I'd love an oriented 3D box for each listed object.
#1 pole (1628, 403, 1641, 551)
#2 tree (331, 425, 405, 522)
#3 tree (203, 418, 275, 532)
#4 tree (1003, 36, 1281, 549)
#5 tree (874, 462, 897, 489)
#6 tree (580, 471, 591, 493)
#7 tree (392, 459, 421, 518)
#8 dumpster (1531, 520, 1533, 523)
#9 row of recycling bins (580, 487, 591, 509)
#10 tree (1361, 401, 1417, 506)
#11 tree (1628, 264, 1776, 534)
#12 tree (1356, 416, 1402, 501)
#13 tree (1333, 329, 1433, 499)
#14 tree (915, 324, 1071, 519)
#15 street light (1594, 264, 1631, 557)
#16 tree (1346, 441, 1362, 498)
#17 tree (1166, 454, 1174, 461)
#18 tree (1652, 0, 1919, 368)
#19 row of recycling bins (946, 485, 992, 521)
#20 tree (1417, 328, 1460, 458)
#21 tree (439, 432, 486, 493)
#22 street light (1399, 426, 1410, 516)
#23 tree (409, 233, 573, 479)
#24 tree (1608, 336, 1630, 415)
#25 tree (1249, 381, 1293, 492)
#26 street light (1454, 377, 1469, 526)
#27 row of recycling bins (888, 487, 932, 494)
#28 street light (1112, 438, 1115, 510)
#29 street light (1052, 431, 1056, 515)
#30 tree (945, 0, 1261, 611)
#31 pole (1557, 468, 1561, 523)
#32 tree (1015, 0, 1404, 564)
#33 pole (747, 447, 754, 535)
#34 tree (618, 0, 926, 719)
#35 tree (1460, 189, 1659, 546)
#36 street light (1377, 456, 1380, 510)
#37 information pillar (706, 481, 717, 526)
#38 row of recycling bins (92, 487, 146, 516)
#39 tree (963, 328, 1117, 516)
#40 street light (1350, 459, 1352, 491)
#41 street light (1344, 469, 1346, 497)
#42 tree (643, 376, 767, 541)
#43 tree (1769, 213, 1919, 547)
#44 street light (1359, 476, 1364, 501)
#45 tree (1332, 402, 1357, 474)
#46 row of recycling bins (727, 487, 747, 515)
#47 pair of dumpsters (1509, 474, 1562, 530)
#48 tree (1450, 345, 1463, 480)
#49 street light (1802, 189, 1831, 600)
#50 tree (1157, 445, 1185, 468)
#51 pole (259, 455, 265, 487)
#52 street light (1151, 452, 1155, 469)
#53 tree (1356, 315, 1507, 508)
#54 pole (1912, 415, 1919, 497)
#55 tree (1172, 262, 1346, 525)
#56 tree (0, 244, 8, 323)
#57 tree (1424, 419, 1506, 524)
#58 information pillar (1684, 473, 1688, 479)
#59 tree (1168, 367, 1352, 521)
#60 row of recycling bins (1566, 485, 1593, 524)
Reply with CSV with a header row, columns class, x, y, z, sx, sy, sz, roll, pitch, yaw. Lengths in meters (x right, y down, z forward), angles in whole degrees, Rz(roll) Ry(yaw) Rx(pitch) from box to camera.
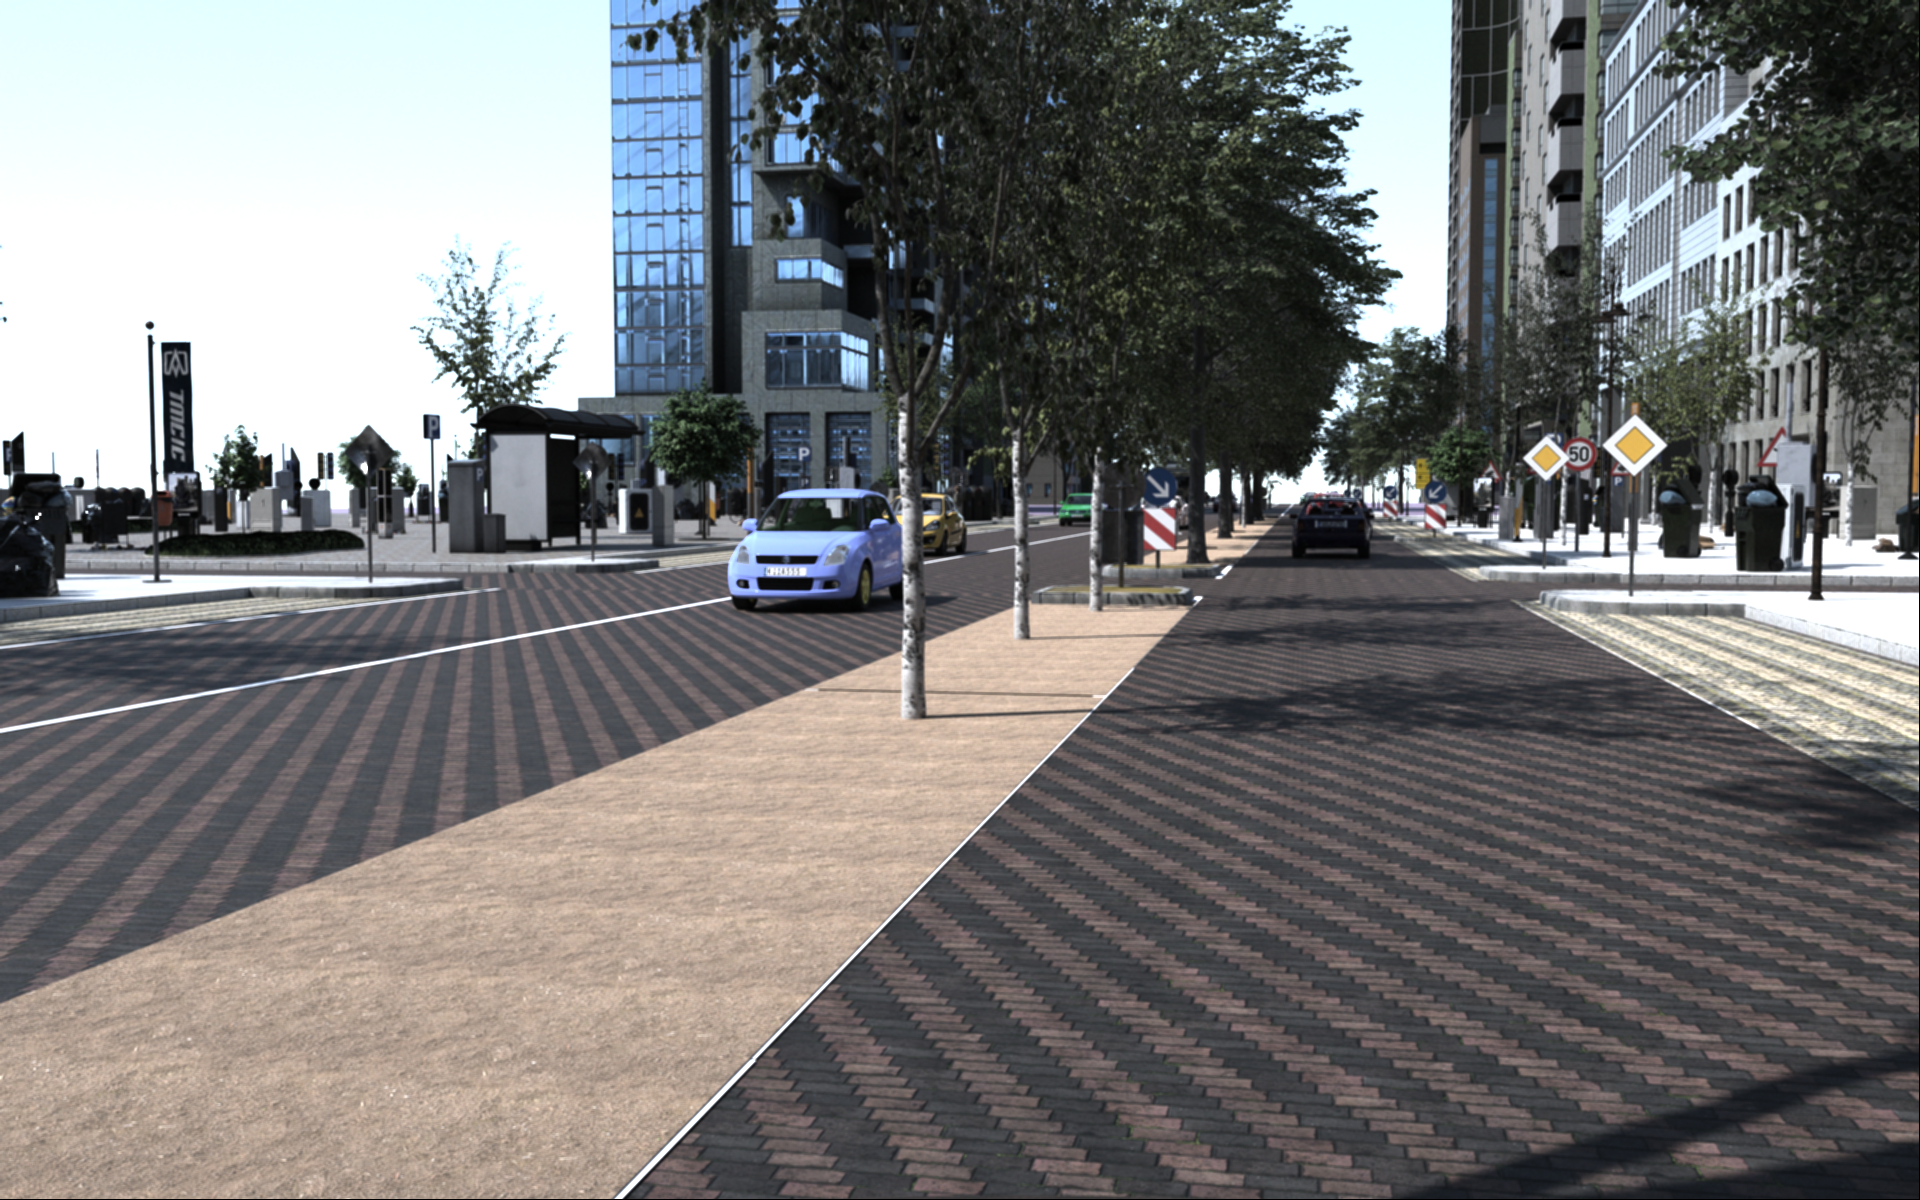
class,x,y,z,sx,sy,sz,roll,pitch,yaw
pole,15.102,-2.748,38.780,0.158,3.312,0.155,0,3,0
tree,-27.852,-5.963,81.207,4.285,4.588,4.351,0,3,0
tree,-18.026,-3.007,43.772,1.663,3.219,1.824,0,3,0
tree,6.124,-8.086,45.038,12.009,13.543,11.850,0,3,0
tree,-4.390,-6.703,104.195,1.663,3.219,1.824,0,3,0
tree,-17.845,-5.232,80.141,1.663,3.219,1.824,0,3,0
tree,-30.358,-6.150,95.153,1.663,3.219,1.824,0,3,0
dumpster,24.566,-4.263,75.459,1.264,1.857,1.865,1,4,11
row of recycling bins,-20.071,-5.218,92.427,1.069,1.692,3.534,0,4,-1
tree,33.938,-11.252,134.327,4.737,8.622,4.395,0,3,0
tree,24.374,-6.474,56.213,4.737,8.622,4.395,0,3,0
tree,35.731,-12.016,146.826,4.360,8.622,3.978,0,3,0
tree,47.518,-20.964,198.656,12.611,20.169,13.585,0,3,0
tree,1.921,-9.448,88.883,8.767,10.594,7.601,-2,4,-25
street light,13.116,-3.802,34.948,0.468,5.910,1.993,1,4,11
tree,43.543,-14.369,185.298,4.737,8.622,4.395,0,3,0
tree,23.060,-21.057,200.165,12.611,20.169,13.585,0,3,0
tree,9.413,-6.467,12.395,9.857,13.997,8.962,0,3,0
row of recycling bins,0.395,-4.627,82.763,1.069,1.692,3.534,2,4,31
tree,30.012,-12.100,115.964,7.486,12.596,7.792,0,3,0
tree,-15.096,-3.628,53.927,1.663,3.219,1.824,0,3,0
street light,27.857,-8.338,109.112,0.468,5.910,1.993,1,4,11
tree,-13.562,-6.083,49.815,4.737,8.622,4.395,0,3,0
tree,28.052,-7.267,69.172,4.737,8.622,4.395,0,3,0
tree,11.961,-7.333,72.712,4.360,8.622,3.978,0,3,0
street light,19.842,-5.864,68.662,0.468,5.910,1.993,1,4,11
row of recycling bins,-2.967,-5.594,98.569,3.534,1.692,1.069,3,5,40
street light,12.579,-10.355,142.096,0.468,5.910,1.993,1,4,11
street light,5.953,-8.299,108.477,0.468,5.910,1.993,1,4,11
tree,1.662,-4.173,21.049,4.737,8.622,4.395,0,3,0
pole,24.392,-4.692,70.549,0.158,3.312,0.155,0,3,0
tree,4.873,-6.976,34.649,7.486,12.596,7.792,0,3,0
pole,-6.497,-3.662,53.725,0.158,3.312,0.155,0,3,0
tree,-0.325,-3.529,10.516,4.360,8.622,3.978,0,3,0
tree,15.040,-5.659,42.888,4.360,8.622,3.978,0,3,0
street light,34.525,-10.391,142.678,0.468,5.910,1.993,1,4,11
information pillar,-10.077,-4.798,69.806,0.504,3.616,0.183,1,4,11
row of recycling bins,-48.631,-5.680,99.975,1.069,1.692,3.534,1,4,23
tree,3.807,-10.791,102.194,9.928,11.665,9.643,0,3,0
street light,50.891,-15.441,225.239,0.468,5.910,1.993,1,4,11
street light,57.521,-17.509,259.062,0.468,5.910,1.993,1,4,11
tree,-7.113,-3.945,48.215,4.285,4.588,4.351,0,3,0
tree,21.980,-5.609,42.065,4.360,8.622,3.978,0,3,0
street light,44.123,-13.348,191.031,0.468,5.910,1.993,1,4,11
tree,38.911,-13.941,162.345,8.767,10.594,7.601,1,4,20
row of recycling bins,-13.200,-6.081,106.534,1.069,1.692,3.534,1,4,23
pair of dumpsters,21.336,-3.771,64.146,1.574,2.255,4.437,1,4,11
tree,18.141,-6.539,57.271,4.360,8.622,3.978,0,3,0
street light,10.378,-2.938,20.818,0.468,5.910,1.993,1,4,11
tree,29.561,-18.078,229.991,8.767,10.594,7.601,3,5,40
pole,-36.108,-5.859,89.644,0.158,3.312,0.155,0,3,0
street light,19.562,-12.472,176.712,0.468,5.910,1.993,1,4,11
tree,24.869,-9.523,90.116,7.601,10.594,8.767,1,4,10
pole,24.716,-3.117,44.811,0.158,3.312,0.155,0,3,0
tree,13.423,-10.492,80.654,9.857,13.997,8.962,0,3,0
tree,-22.981,-5.364,38.060,4.737,8.622,4.395,0,3,0
tree,21.863,-5.577,74.898,4.285,4.588,4.351,0,3,0
information pillar,25.735,-3.461,61.077,0.304,2.012,0.304,0,4,-4
tree,15.610,-10.488,90.950,9.611,12.733,9.660,0,3,0
row of recycling bins,26.739,-4.226,76.215,1.069,1.692,3.534,0,4,-6
